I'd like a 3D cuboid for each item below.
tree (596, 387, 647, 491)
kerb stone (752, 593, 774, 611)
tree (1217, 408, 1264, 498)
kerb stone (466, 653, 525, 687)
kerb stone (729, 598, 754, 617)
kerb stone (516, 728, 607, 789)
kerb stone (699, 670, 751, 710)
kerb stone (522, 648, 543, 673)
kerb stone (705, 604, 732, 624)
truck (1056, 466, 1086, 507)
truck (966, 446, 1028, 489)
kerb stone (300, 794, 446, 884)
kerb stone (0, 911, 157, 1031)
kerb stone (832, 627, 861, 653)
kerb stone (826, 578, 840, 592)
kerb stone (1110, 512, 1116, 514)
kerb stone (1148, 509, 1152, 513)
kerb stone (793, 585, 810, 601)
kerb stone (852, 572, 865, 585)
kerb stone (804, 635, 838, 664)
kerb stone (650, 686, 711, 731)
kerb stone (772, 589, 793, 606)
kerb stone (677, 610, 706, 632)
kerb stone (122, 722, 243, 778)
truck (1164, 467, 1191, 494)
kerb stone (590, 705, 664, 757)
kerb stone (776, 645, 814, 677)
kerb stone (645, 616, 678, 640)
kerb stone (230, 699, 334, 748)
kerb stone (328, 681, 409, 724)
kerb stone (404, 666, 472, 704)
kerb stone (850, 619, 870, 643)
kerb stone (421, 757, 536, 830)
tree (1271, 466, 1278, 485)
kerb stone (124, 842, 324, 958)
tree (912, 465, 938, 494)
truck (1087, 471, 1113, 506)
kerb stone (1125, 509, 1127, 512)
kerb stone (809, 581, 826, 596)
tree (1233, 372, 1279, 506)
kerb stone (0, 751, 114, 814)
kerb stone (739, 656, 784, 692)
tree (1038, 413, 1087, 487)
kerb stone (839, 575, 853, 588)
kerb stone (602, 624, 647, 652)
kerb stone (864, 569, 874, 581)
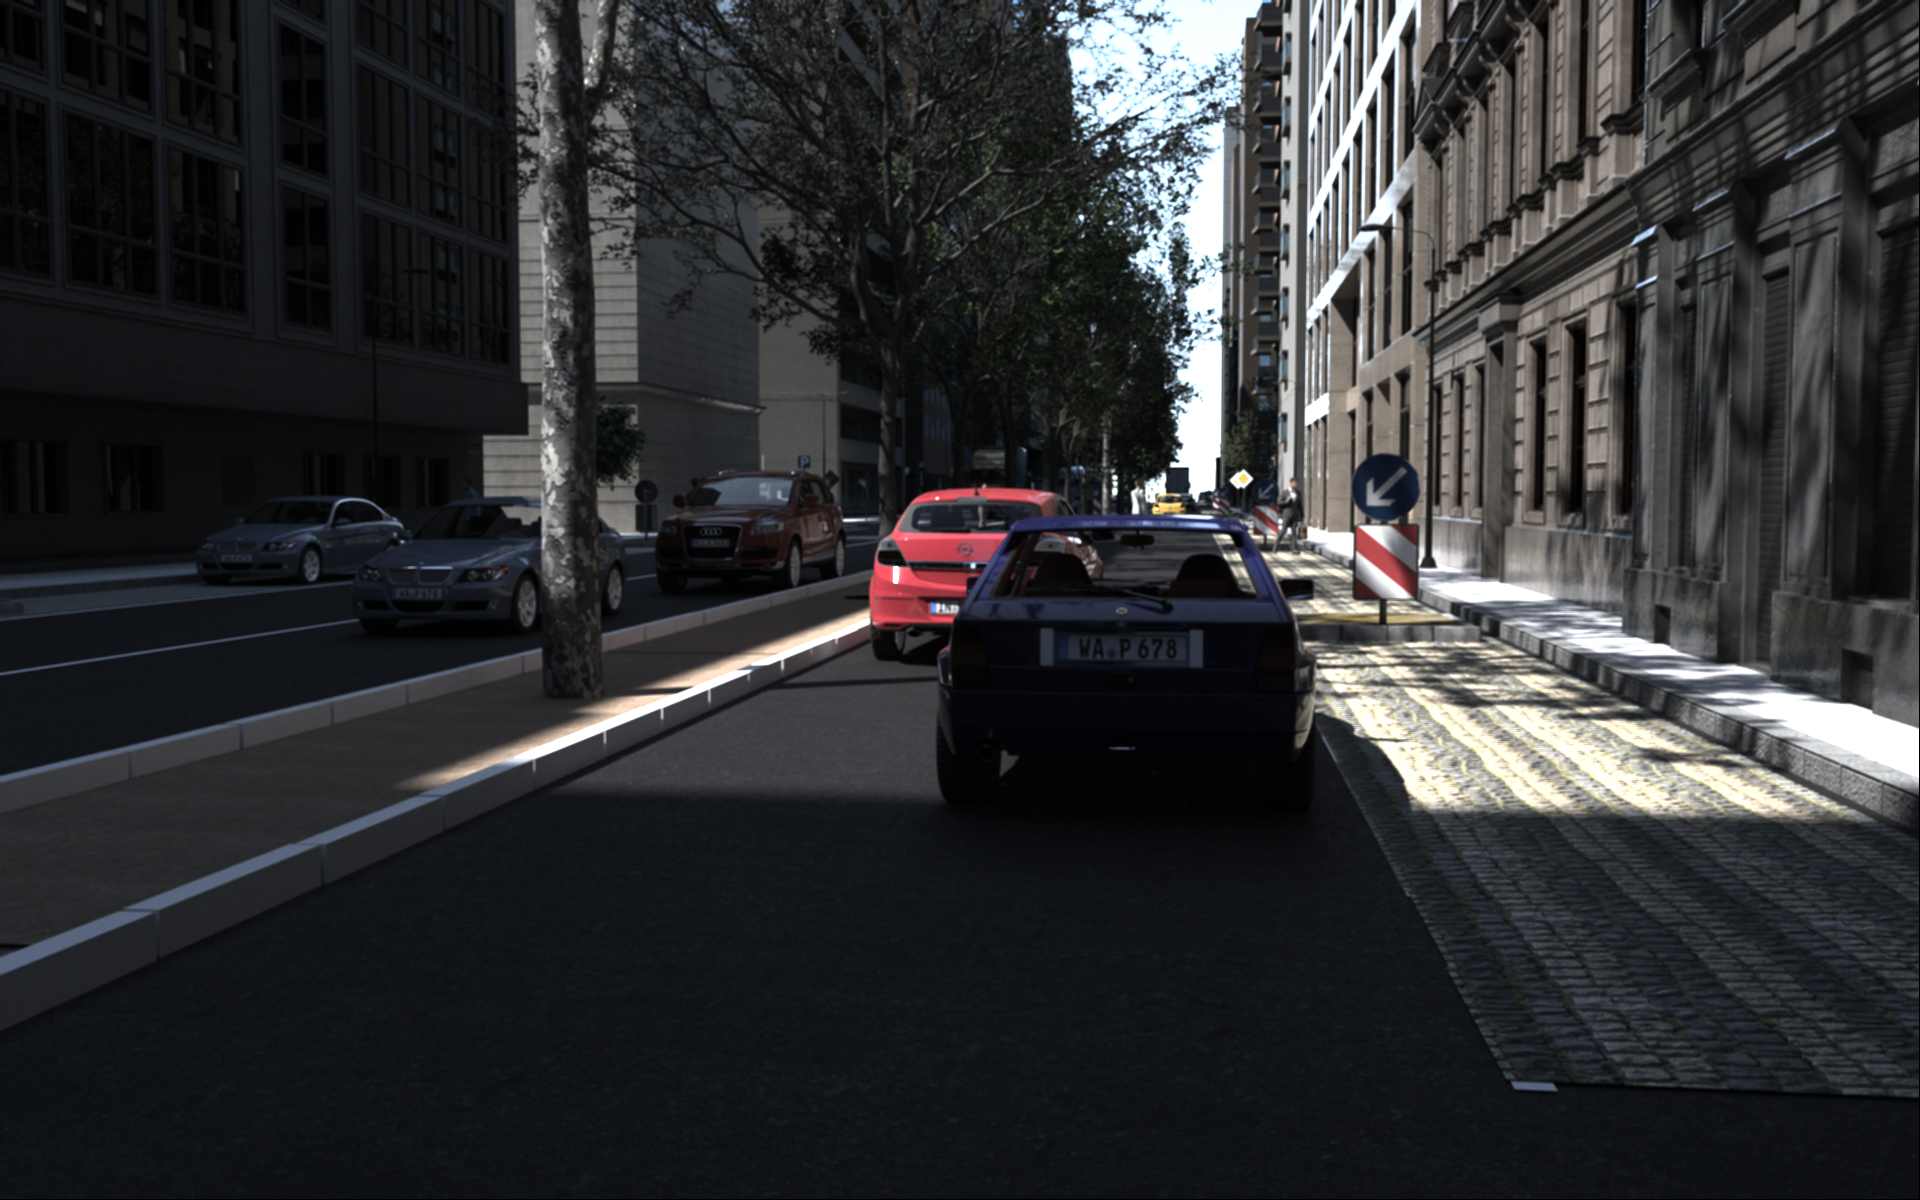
[{"bbox_3d":[-11.094,-4.207,52.497,4.285,4.588,4.351,0,3,0],"label":"tree"},{"bbox_3d":[-2.509,0.053,21.376,0.120,0.150,1.000,0,4,8],"label":"kerb stone"},{"bbox_3d":[23.873,-11.964,145.979,4.737,8.622,4.395,0,3,0],"label":"tree"},{"bbox_3d":[-3.596,0.548,13.237,0.120,0.150,1.000,0,4,8],"label":"kerb stone"},{"bbox_3d":[-2.639,0.112,20.362,0.120,0.150,1.000,0,4,8],"label":"kerb stone"},{"bbox_3d":[-2.052,0.813,8.898,0.120,0.150,1.000,0,4,8],"label":"kerb stone"},{"bbox_3d":[-1.648,0.628,11.966,0.120,0.150,1.000,0,4,8],"label":"kerb stone"},{"bbox_3d":[-3.454,0.486,14.252,0.120,0.150,1.000,0,4,8],"label":"kerb stone"},{"bbox_3d":[-2.768,0.178,19.348,0.120,0.150,1.000,0,4,8],"label":"kerb stone"},{"bbox_3d":[11.369,-11.183,172.599,2.967,4.110,18.799,0,4,6],"label":"truck"},{"bbox_3d":[2.305,-6.974,102.930,2.839,4.237,11.283,0,4,7],"label":"truck"},{"bbox_3d":[-2.319,0.940,6.862,0.120,0.150,1.000,0,4,8],"label":"kerb stone"},{"bbox_3d":[-2.592,1.062,4.827,0.120,0.150,1.000,0,4,8],"label":"kerb stone"},{"bbox_3d":[-1.095,0.383,16.032,0.120,0.150,1.000,0,4,8],"label":"kerb stone"},{"bbox_3d":[-1.960,-0.199,25.445,0.120,0.150,1.000,0,4,8],"label":"kerb stone"},{"bbox_3d":[10.712,-6.012,120.490,0.120,0.150,1.000,0,4,8],"label":"kerb stone"},{"bbox_3d":[15.776,-7.362,142.571,0.120,0.150,1.000,0,4,8],"label":"kerb stone"},{"bbox_3d":[-2.237,-0.071,23.416,0.120,0.150,1.000,0,4,8],"label":"kerb stone"},{"bbox_3d":[-1.696,-0.318,27.477,0.120,0.150,1.000,0,4,8],"label":"kerb stone"},{"bbox_3d":[-1.236,0.439,15.018,0.120,0.150,1.000,0,4,8],"label":"kerb stone"},{"bbox_3d":[-1.783,0.691,10.938,0.120,0.150,1.000,0,4,8],"label":"kerb stone"},{"bbox_3d":[-2.368,-0.012,22.388,0.120,0.150,1.000,0,4,8],"label":"kerb stone"},{"bbox_3d":[-2.913,0.237,18.327,0.120,0.150,1.000,0,4,8],"label":"kerb stone"},{"bbox_3d":[-4.139,0.799,9.163,0.120,0.150,1.000,0,4,8],"label":"kerb stone"},{"bbox_3d":[23.081,-11.923,183.855,2.839,4.237,11.283,0,4,7],"label":"truck"},{"bbox_3d":[-1.920,0.751,9.918,0.120,0.150,1.000,0,4,8],"label":"kerb stone"},{"bbox_3d":[-1.369,0.501,14.003,0.120,0.150,1.000,0,4,8],"label":"kerb stone"},{"bbox_3d":[-3.045,0.299,17.311,0.120,0.150,1.000,0,4,8],"label":"kerb stone"},{"bbox_3d":[-4.000,0.735,10.186,0.120,0.150,1.000,0,4,8],"label":"kerb stone"},{"bbox_3d":[-3.861,0.673,11.199,0.120,0.150,1.000,0,4,8],"label":"kerb stone"},{"bbox_3d":[-3.724,0.610,12.219,0.120,0.150,1.000,0,4,8],"label":"kerb stone"},{"bbox_3d":[-0.966,0.315,17.049,0.120,0.150,1.000,0,4,8],"label":"kerb stone"},{"bbox_3d":[-2.187,0.875,7.882,0.120,0.150,1.000,0,4,8],"label":"kerb stone"},{"bbox_3d":[19.097,-6.548,101.669,1.663,3.219,1.824,0,3,0],"label":"tree"},{"bbox_3d":[-2.463,1.000,5.848,0.120,0.150,1.000,0,4,8],"label":"kerb stone"},{"bbox_3d":[-2.192,-7.393,115.480,1.663,3.219,1.824,0,3,0],"label":"tree"},{"bbox_3d":[16.866,-13.507,209.749,2.839,4.237,11.283,1,4,9],"label":"truck"},{"bbox_3d":[14.506,-7.752,148.932,0.120,0.150,1.000,0,4,8],"label":"kerb stone"},{"bbox_3d":[-2.093,-0.137,24.429,0.120,0.150,1.000,0,4,8],"label":"kerb stone"},{"bbox_3d":[18.417,-9.486,105.461,4.360,8.622,3.978,0,3,0],"label":"tree"},{"bbox_3d":[-4.269,0.859,8.149,0.120,0.150,1.000,0,4,8],"label":"kerb stone"},{"bbox_3d":[-1.513,0.564,12.979,0.120,0.150,1.000,0,4,8],"label":"kerb stone"},{"bbox_3d":[13.375,-19.002,228.815,7.486,12.596,7.792,0,3,0],"label":"tree"},{"bbox_3d":[-1.823,-0.261,26.462,0.120,0.150,1.000,0,4,8],"label":"kerb stone"},{"bbox_3d":[-3.182,0.364,16.293,0.120,0.150,1.000,0,4,8],"label":"kerb stone"},{"bbox_3d":[-1.561,-0.385,28.490,0.120,0.150,1.000,0,4,8],"label":"kerb stone"}]
